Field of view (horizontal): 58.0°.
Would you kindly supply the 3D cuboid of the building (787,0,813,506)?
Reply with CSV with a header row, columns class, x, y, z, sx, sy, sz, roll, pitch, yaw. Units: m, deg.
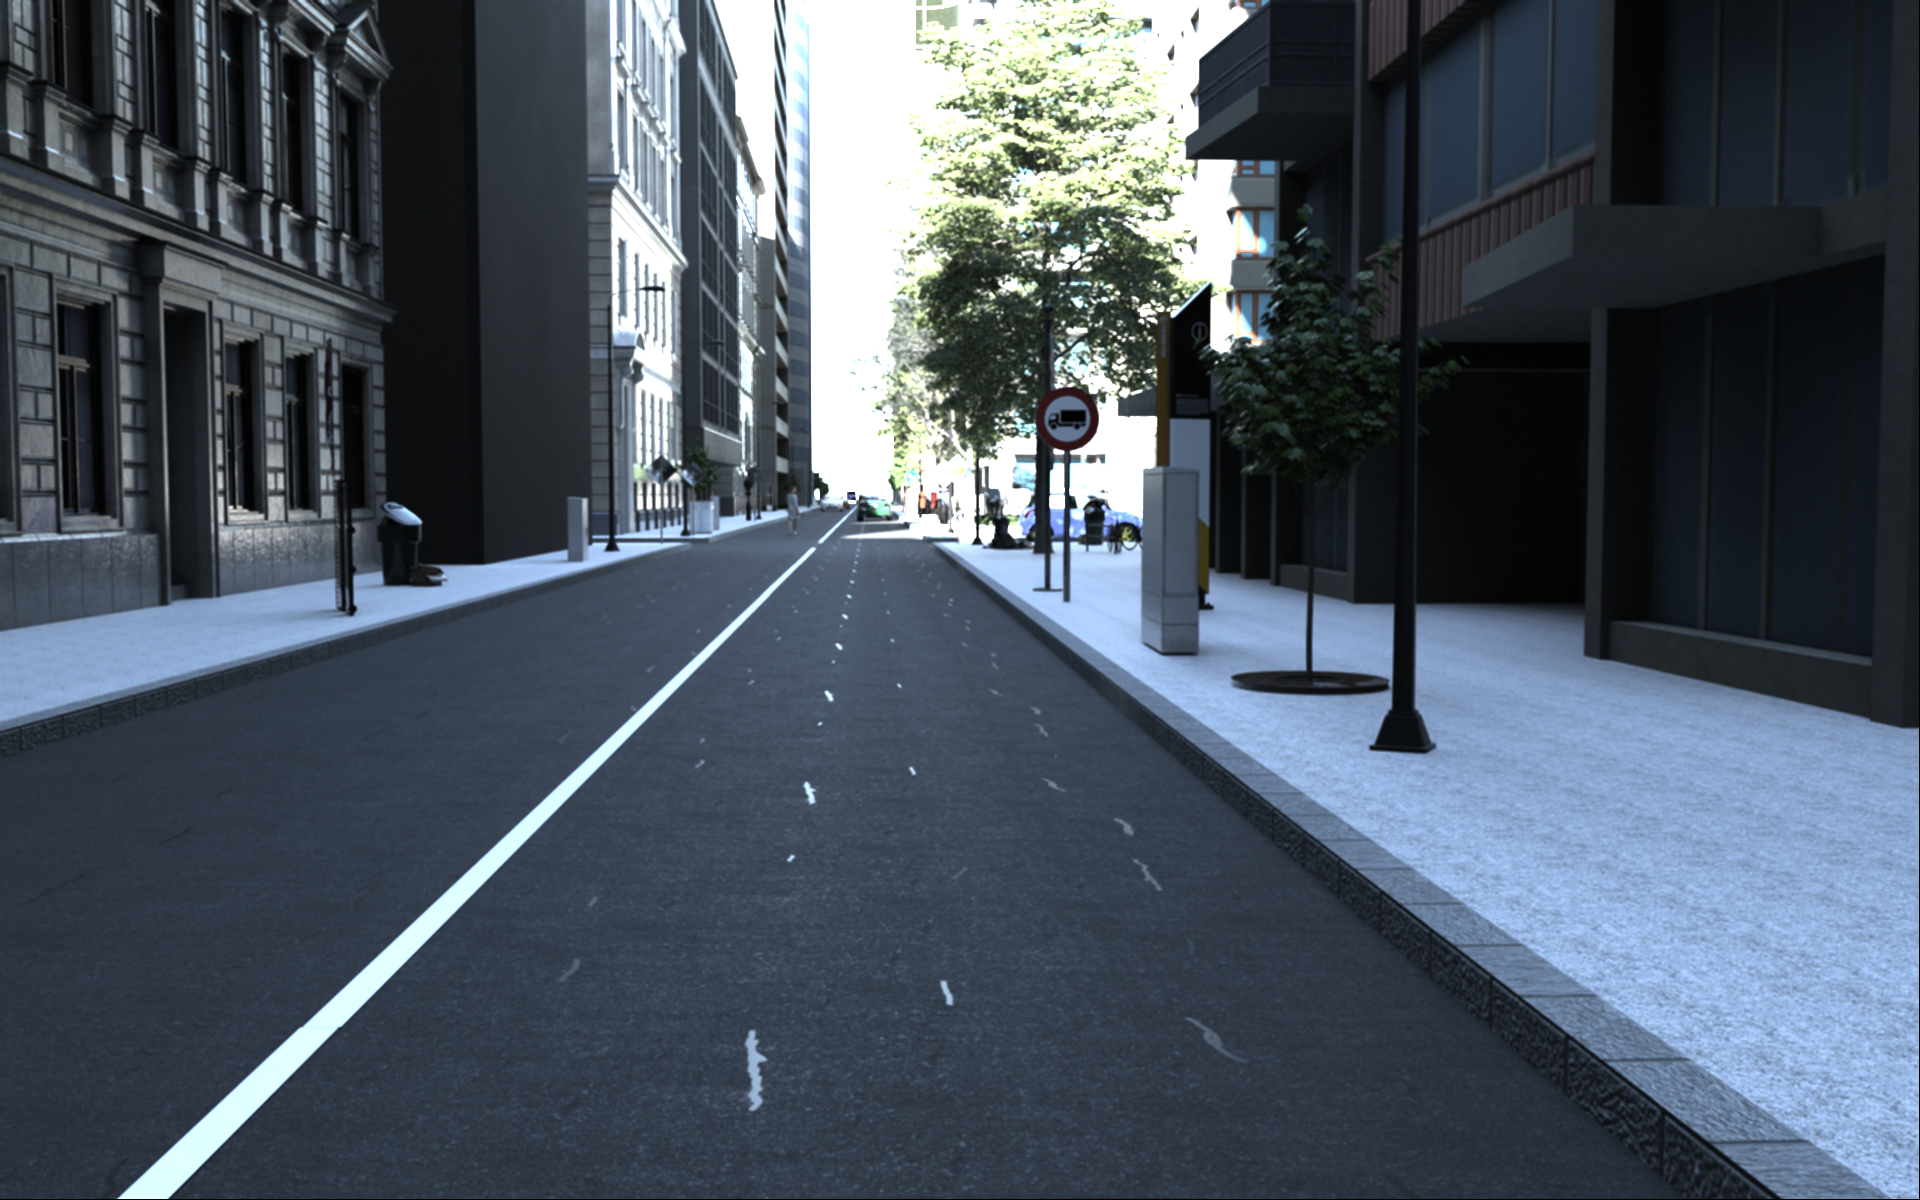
class,x,y,z,sx,sy,sz,roll,pitch,yaw
building,-26.824,-39.341,185.218,21.231,58.520,28.212,0,4,-3

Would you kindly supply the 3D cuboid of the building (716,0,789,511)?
class,x,y,z,sx,sy,sz,roll,pitch,yaw
building,-24.753,-31.364,136.502,21.300,48.544,21.600,0,4,-3

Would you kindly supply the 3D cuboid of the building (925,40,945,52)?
class,x,y,z,sx,sy,sz,roll,pitch,yaw
building,5.967,-34.673,186.517,23.786,49.044,30.456,0,4,-3

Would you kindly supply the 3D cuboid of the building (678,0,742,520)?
class,x,y,z,sx,sy,sz,roll,pitch,yaw
building,-18.618,-17.757,83.829,14.314,27.812,24.014,0,4,-3

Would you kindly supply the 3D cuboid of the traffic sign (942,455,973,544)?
class,x,y,z,sx,sy,sz,roll,pitch,yaw
traffic sign,-0.063,-2.495,44.439,0.795,2.450,0.064,0,4,-3

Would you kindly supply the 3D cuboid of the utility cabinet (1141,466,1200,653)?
class,x,y,z,sx,sy,sz,roll,pitch,yaw
utility cabinet,1.737,-0.343,14.287,0.318,1.500,1.173,0,4,-2

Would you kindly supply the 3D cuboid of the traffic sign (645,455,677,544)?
class,x,y,z,sx,sy,sz,roll,pitch,yaw
traffic sign,-7.598,-2.473,44.068,0.795,2.450,0.064,0,4,-3

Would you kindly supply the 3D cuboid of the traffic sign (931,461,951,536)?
class,x,y,z,sx,sy,sz,roll,pitch,yaw
traffic sign,-0.478,-2.983,52.413,0.795,2.450,0.064,0,4,-3

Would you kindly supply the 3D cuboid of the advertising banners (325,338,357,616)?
class,x,y,z,sx,sy,sz,roll,pitch,yaw
advertising banners,-6.806,-1.395,18.991,0.090,3.025,2.074,-2,4,-25

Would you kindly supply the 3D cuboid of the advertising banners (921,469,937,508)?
class,x,y,z,sx,sy,sz,roll,pitch,yaw
advertising banners,-1.805,-7.647,121.209,2.074,3.025,0.090,-2,4,-25

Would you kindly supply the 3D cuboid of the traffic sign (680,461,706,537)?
class,x,y,z,sx,sy,sz,roll,pitch,yaw
traffic sign,-8.013,-2.960,52.042,0.795,2.450,0.064,0,4,-3

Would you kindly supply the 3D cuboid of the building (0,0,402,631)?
class,x,y,z,sx,sy,sz,roll,pitch,yaw
building,-13.899,-9.496,19.885,10.561,19.102,19.286,0,4,-3

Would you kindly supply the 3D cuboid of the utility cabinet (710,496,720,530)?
class,x,y,z,sx,sy,sz,roll,pitch,yaw
utility cabinet,-8.730,-3.092,61.716,0.306,1.237,1.020,-1,4,-11

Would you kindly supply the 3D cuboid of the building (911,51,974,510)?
class,x,y,z,sx,sy,sz,roll,pitch,yaw
building,12.112,-27.740,145.424,32.217,40.220,23.993,0,4,-3

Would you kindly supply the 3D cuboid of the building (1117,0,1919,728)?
class,x,y,z,sx,sy,sz,roll,pitch,yaw
building,14.332,-22.158,16.916,22.147,44.769,28.867,0,4,-3

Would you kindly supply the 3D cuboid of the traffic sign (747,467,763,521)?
class,x,y,z,sx,sy,sz,roll,pitch,yaw
traffic sign,-9.646,-4.968,81.330,0.768,2.556,0.104,0,4,4

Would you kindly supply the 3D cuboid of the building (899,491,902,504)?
class,x,y,z,sx,sy,sz,roll,pitch,yaw
building,8.176,-32.657,225.819,32.217,40.220,23.993,0,4,-3

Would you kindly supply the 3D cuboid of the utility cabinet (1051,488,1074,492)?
class,x,y,z,sx,sy,sz,roll,pitch,yaw
utility cabinet,3.786,-3.535,66.482,1.173,1.500,0.318,0,4,4

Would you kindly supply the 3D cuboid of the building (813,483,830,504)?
class,x,y,z,sx,sy,sz,roll,pitch,yaw
building,-36.662,-35.356,269.950,32.217,40.220,23.993,0,4,-3

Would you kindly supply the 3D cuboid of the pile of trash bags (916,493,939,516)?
class,x,y,z,sx,sy,sz,roll,pitch,yaw
pile of trash bags,-1.841,-5.819,104.899,1.912,1.369,3.447,1,4,17

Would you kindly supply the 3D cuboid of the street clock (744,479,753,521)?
class,x,y,z,sx,sy,sz,roll,pitch,yaw
street clock,-10.222,-4.840,83.711,0.358,2.002,0.471,2,4,25

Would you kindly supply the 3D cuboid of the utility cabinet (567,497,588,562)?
class,x,y,z,sx,sy,sz,roll,pitch,yaw
utility cabinet,-7.332,-1.352,33.275,0.306,1.237,1.020,0,4,-6

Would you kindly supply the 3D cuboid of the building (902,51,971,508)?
class,x,y,z,sx,sy,sz,roll,pitch,yaw
building,2.032,-29.400,164.292,14.154,41.232,14.086,0,4,-3

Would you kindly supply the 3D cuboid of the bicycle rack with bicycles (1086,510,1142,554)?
class,x,y,z,sx,sy,sz,roll,pitch,yaw
bicycle rack with bicycles,4.025,-1.528,38.370,2.852,0.926,2.925,-1,4,-15

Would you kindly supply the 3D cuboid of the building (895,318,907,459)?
class,x,y,z,sx,sy,sz,roll,pitch,yaw
building,-2.915,-30.188,265.267,14.160,30.474,14.107,0,4,-3

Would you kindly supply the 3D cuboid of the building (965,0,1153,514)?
class,x,y,z,sx,sy,sz,roll,pitch,yaw
building,11.853,-30.139,112.374,23.786,49.044,30.456,0,4,-3

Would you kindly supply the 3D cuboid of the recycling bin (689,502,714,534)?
class,x,y,z,sx,sy,sz,roll,pitch,yaw
recycling bin,-8.338,-2.649,55.860,0.722,1.027,0.722,0,4,-4

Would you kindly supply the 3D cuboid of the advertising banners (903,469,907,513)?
class,x,y,z,sx,sy,sz,roll,pitch,yaw
advertising banners,-3.801,-7.598,120.414,0.090,3.025,2.074,0,4,4

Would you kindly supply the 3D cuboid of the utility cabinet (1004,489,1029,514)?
class,x,y,z,sx,sy,sz,roll,pitch,yaw
utility cabinet,2.577,-4.302,79.014,1.173,1.500,0.318,-2,4,-29

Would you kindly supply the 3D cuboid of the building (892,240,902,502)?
class,x,y,z,sx,sy,sz,roll,pitch,yaw
building,-3.907,-36.443,279.441,14.154,41.232,14.086,0,4,-3

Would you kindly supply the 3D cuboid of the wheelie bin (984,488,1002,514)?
class,x,y,z,sx,sy,sz,roll,pitch,yaw
wheelie bin,1.715,-5.096,91.229,0.980,1.594,0.693,-2,4,-24

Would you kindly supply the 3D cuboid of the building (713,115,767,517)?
class,x,y,z,sx,sy,sz,roll,pitch,yaw
building,-19.083,-19.093,109.435,12.463,27.353,25.104,0,4,-3

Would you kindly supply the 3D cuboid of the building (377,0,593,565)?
class,x,y,z,sx,sy,sz,roll,pitch,yaw
building,-16.835,-12.643,36.388,15.834,23.373,12.332,0,4,-3

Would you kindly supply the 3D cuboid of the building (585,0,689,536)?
class,x,y,z,sx,sy,sz,roll,pitch,yaw
building,-17.256,-16.875,61.817,13.634,28.700,20.117,0,4,-3

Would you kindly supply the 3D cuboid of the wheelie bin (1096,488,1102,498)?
class,x,y,z,sx,sy,sz,roll,pitch,yaw
wheelie bin,7.362,-4.995,89.574,0.693,1.594,0.980,0,4,0

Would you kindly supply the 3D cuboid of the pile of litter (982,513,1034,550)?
class,x,y,z,sx,sy,sz,roll,pitch,yaw
pile of litter,1.146,-1.637,40.738,1.176,0.858,1.719,-1,4,-14

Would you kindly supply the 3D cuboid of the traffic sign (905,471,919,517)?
class,x,y,z,sx,sy,sz,roll,pitch,yaw
traffic sign,-2.651,-5.869,96.062,0.768,2.556,0.104,0,4,7

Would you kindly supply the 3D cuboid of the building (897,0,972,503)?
class,x,y,z,sx,sy,sz,roll,pitch,yaw
building,1.299,-49.453,246.807,20.563,71.187,20.611,0,4,-3

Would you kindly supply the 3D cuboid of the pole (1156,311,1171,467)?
class,x,y,z,sx,sy,sz,roll,pitch,yaw
pole,2.279,-1.565,19.428,0.158,3.312,0.155,0,3,0

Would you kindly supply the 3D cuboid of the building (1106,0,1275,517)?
class,x,y,z,sx,sy,sz,roll,pitch,yaw
building,21.951,-13.576,67.001,28.899,21.520,27.650,0,4,-3

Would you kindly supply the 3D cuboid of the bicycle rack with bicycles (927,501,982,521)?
class,x,y,z,sx,sy,sz,roll,pitch,yaw
bicycle rack with bicycles,-0.387,-4.224,82.439,2.852,0.926,2.925,-1,4,-13

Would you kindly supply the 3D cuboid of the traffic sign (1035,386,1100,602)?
class,x,y,z,sx,sy,sz,roll,pitch,yaw
traffic sign,1.274,-1.253,20.591,0.768,2.556,0.104,0,4,5

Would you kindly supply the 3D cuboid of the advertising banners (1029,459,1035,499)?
class,x,y,z,sx,sy,sz,roll,pitch,yaw
advertising banners,3.597,-5.477,85.732,0.090,3.025,2.074,0,4,-7

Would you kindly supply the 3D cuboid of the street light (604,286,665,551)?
class,x,y,z,sx,sy,sz,roll,pitch,yaw
street light,-7.271,-4.048,38.734,1.470,5.913,1.316,0,4,-3
